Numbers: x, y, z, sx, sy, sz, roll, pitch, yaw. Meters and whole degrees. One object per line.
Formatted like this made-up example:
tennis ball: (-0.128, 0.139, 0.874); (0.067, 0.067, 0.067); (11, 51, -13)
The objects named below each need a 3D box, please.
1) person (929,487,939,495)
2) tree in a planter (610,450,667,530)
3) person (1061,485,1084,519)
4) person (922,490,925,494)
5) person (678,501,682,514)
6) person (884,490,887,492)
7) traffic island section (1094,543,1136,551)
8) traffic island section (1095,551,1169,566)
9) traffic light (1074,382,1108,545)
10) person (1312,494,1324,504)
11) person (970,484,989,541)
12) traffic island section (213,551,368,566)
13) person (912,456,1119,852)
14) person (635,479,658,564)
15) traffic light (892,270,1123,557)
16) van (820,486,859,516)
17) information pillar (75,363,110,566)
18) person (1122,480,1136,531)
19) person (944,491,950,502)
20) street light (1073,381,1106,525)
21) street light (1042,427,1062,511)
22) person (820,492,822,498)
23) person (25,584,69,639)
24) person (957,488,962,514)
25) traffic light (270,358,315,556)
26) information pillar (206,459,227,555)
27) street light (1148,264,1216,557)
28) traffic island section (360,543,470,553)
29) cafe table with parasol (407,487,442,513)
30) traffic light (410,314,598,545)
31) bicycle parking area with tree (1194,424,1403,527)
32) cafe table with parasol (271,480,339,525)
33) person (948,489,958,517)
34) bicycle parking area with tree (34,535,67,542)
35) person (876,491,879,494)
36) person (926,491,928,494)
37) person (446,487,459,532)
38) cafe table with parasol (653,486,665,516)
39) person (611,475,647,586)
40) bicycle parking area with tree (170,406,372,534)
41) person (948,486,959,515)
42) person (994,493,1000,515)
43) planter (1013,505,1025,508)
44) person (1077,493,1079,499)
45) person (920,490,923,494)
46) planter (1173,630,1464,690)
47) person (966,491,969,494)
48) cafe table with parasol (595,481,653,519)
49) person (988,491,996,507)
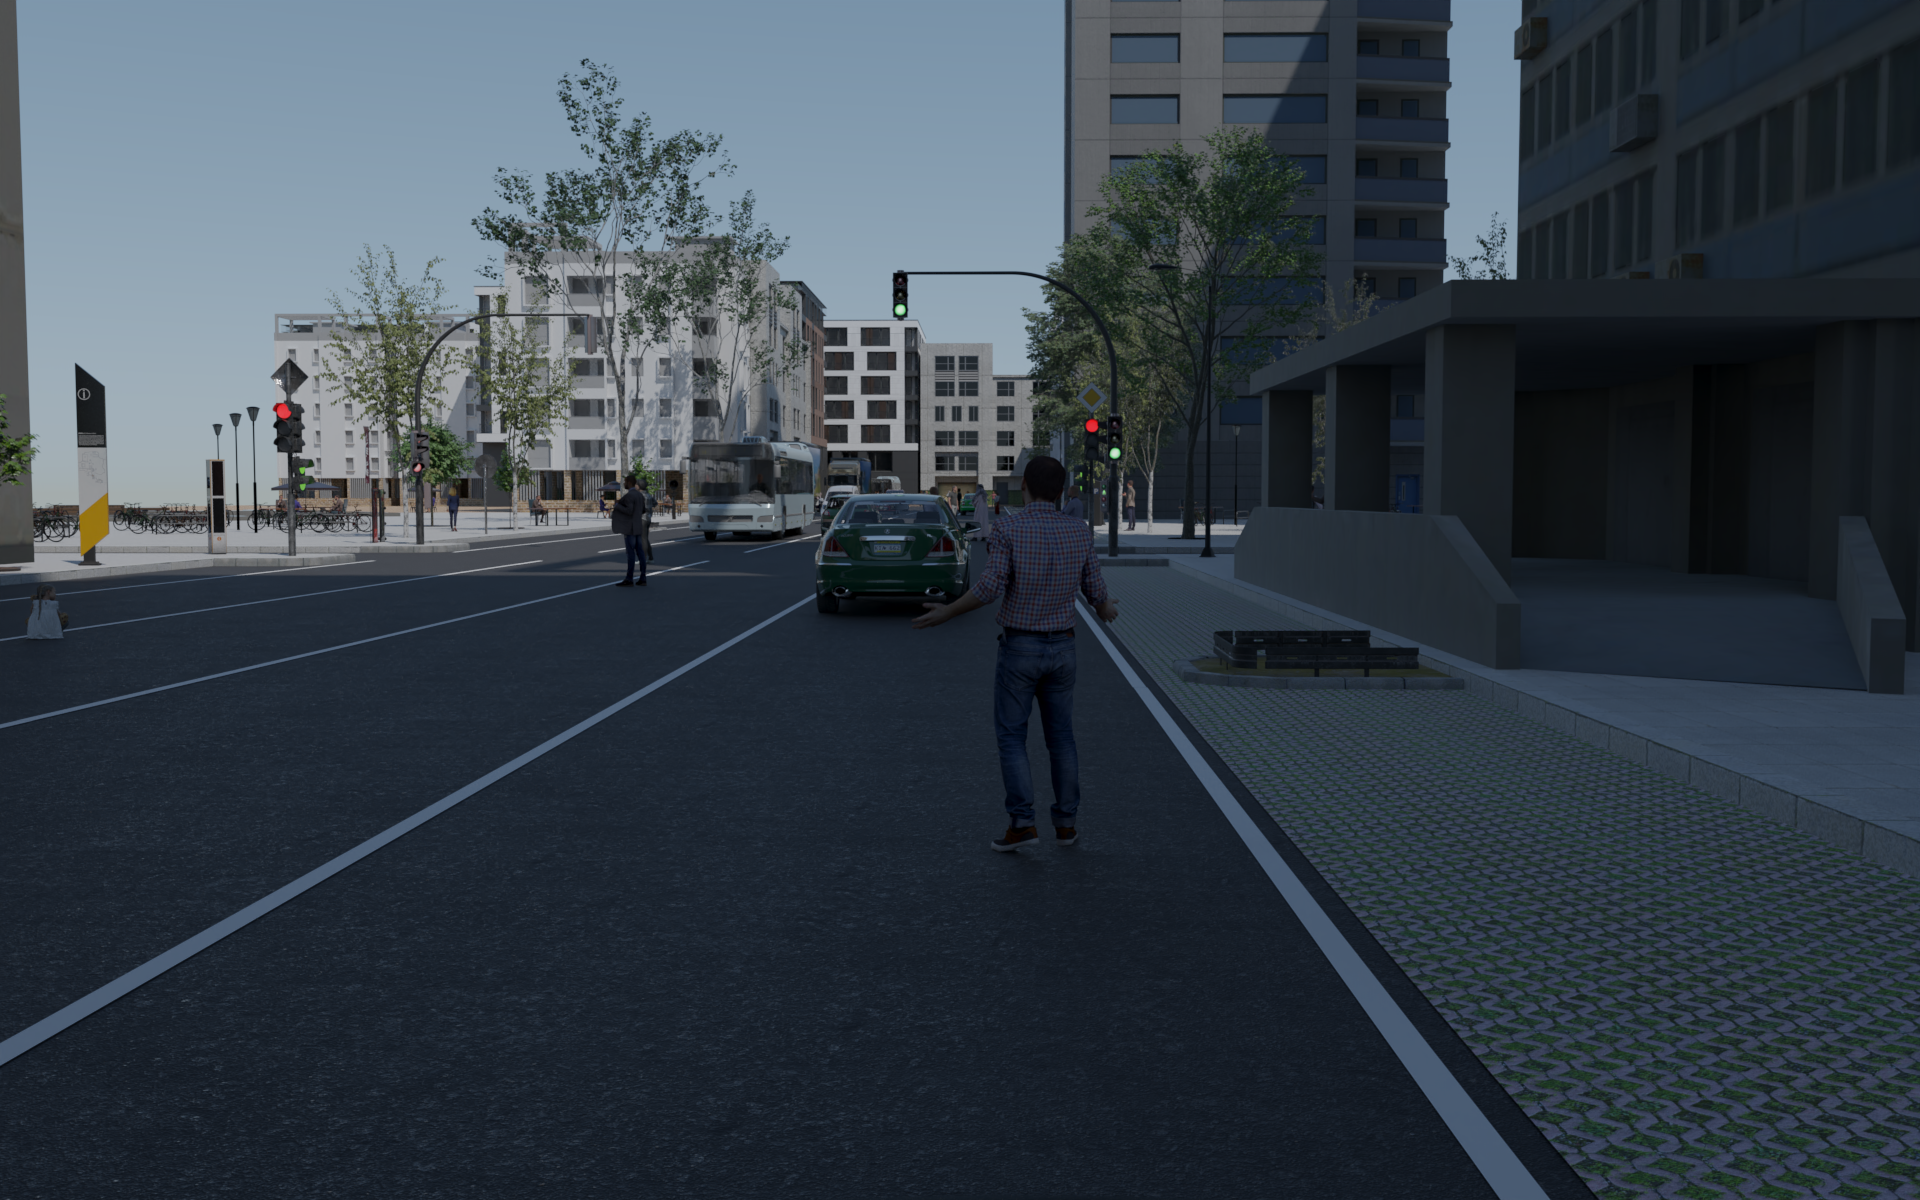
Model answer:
person: (-0.503, -1.354, 32.697); (0.319, 1.574, 0.516); (-2, 4, -29)
tree in a planter: (-12.848, -4.418, 69.462); (1.991, 3.239, 1.994); (0, 4, 1)
person: (1.829, -1.077, 28.165); (0.319, 1.574, 0.516); (3, 4, 38)
person: (-2.752, -7.466, 131.514); (0.436, 1.711, 0.756); (1, 4, 12)
person: (-18.019, -5.947, 111.195); (0.347, 0.859, 0.695); (0, 4, -4)
person: (-6.434, -8.610, 149.278); (0.705, 1.823, 1.348); (-1, 4, -23)
traffic island section: (3.314, -1.298, 43.511); (2.009, 0.180, 2.903); (0, 4, 1)
traffic island section: (3.153, -0.810, 35.527); (2.009, 0.180, 2.903); (0, 4, 1)
traffic light: (3.274, -3.332, 43.398); (0.839, 4.253, 0.868); (0, 4, 1)
person: (7.158, -1.666, 33.814); (0.750, 1.759, 0.617); (-1, 4, -15)
person: (0.610, -2.659, 52.636); (0.621, 1.740, 0.551); (2, 4, 24)
traffic island section: (-13.845, -0.831, 35.875); (2.009, 0.180, 2.903); (0, 4, 1)
person: (0.316, 0.209, 7.044); (0.963, 1.587, 0.435); (-2, 4, -29)
person: (-6.444, -1.598, 35.348); (0.376, 1.734, 0.841); (1, 4, 15)
traffic light: (1.020, -3.709, 35.315); (4.771, 5.953, 1.251); (0, 4, 1)
van: (-5.786, -4.747, 84.619); (2.013, 2.044, 4.112); (0, 4, 3)
information pillar: (-15.527, -2.423, 30.973); (0.504, 3.616, 0.183); (-1, 4, -12)
person: (5.816, -3.300, 60.522); (0.750, 1.759, 0.617); (3, 5, 40)
person: (-0.986, -9.554, 165.437); (1.217, 1.736, 0.721); (-1, 4, -18)
street light: (5.323, -6.039, 71.283); (1.470, 5.913, 1.316); (0, 4, 1)
street light: (6.324, -8.917, 118.340); (1.470, 5.913, 1.316); (0, 4, 1)
person: (-13.023, -9.366, 159.845); (0.551, 1.740, 0.621); (0, 4, 6)
person: (-9.064, 0.109, 17.189); (0.381, 0.543, 0.357); (-2, 4, -25)
person: (-0.101, -7.319, 127.798); (0.705, 1.869, 1.348); (1, 4, 22)
traffic light: (-13.805, -2.864, 35.739); (0.839, 4.253, 0.868); (0, 4, 1)
information pillar: (-15.789, -1.974, 36.773); (0.304, 2.012, 0.304); (-3, 5, -39)
street light: (4.497, -3.824, 35.069); (1.470, 5.913, 1.316); (0, 4, 1)
traffic island section: (-13.684, -1.320, 43.858); (2.009, 0.180, 2.903); (0, 4, 1)
cafe table with parasol: (-36.678, -6.937, 118.290); (2.610, 1.966, 2.610); (-2, 4, -26)
traffic light: (-11.551, -4.223, 43.715); (4.771, 5.953, 1.251); (0, 4, 1)
bicycle parking area with tree: (13.647, -5.088, 70.190); (8.231, 4.147, 9.016); (3, 4, 38)
cafe table with parasol: (-27.152, -4.099, 71.878); (2.610, 1.966, 2.610); (-1, 4, -13)
person: (-0.463, -6.028, 107.880); (0.655, 1.722, 0.431); (-3, 5, -42)
bicycle parking area with tree: (-28.351, -3.736, 48.083); (9.016, 4.147, 8.231); (0, 4, -3)
person: (-7.401, -9.033, 156.969); (1.217, 1.735, 0.721); (3, 5, 42)
person: (-3.516, -10.693, 183.876); (0.434, 1.755, 0.990); (-3, 5, -45)
person: (-17.344, -3.105, 59.354); (0.480, 1.512, 0.613); (-3, 5, -40)
cafe table with parasol: (-17.450, -5.520, 95.124); (2.610, 1.966, 2.610); (-1, 4, -18)
person: (-5.153, -1.079, 26.968); (0.431, 1.722, 0.655); (1, 4, 21)
bicycle parking area with tree: (-24.546, -4.408, 59.079); (9.016, 4.147, 8.231); (-1, 4, -15)
person: (-0.274, -4.230, 77.788); (0.598, 1.807, 0.434); (-3, 5, -42)
person: (2.508, -6.507, 117.352); (0.387, 1.526, 0.523); (0, 4, -4)
planter: (5.909, -9.255, 172.459); (1.991, 0.319, 1.994); (0, 4, 1)
person: (5.785, -4.712, 86.995); (0.340, 1.345, 0.435); (2, 4, 31)
person: (-4.305, -11.232, 191.767); (1.348, 1.869, 0.705); (1, 4, 19)
planter: (2.706, 0.461, 13.602); (1.991, 0.319, 1.994); (0, 4, 1)
person: (0.657, -9.774, 169.127); (0.721, 1.723, 1.217); (2, 4, 26)
cafe table with parasol: (-17.856, -5.182, 89.586); (2.610, 1.966, 2.610); (3, 5, 42)
person: (3.684, -11.127, 191.138); (1.217, 1.743, 0.721); (1, 4, 8)
